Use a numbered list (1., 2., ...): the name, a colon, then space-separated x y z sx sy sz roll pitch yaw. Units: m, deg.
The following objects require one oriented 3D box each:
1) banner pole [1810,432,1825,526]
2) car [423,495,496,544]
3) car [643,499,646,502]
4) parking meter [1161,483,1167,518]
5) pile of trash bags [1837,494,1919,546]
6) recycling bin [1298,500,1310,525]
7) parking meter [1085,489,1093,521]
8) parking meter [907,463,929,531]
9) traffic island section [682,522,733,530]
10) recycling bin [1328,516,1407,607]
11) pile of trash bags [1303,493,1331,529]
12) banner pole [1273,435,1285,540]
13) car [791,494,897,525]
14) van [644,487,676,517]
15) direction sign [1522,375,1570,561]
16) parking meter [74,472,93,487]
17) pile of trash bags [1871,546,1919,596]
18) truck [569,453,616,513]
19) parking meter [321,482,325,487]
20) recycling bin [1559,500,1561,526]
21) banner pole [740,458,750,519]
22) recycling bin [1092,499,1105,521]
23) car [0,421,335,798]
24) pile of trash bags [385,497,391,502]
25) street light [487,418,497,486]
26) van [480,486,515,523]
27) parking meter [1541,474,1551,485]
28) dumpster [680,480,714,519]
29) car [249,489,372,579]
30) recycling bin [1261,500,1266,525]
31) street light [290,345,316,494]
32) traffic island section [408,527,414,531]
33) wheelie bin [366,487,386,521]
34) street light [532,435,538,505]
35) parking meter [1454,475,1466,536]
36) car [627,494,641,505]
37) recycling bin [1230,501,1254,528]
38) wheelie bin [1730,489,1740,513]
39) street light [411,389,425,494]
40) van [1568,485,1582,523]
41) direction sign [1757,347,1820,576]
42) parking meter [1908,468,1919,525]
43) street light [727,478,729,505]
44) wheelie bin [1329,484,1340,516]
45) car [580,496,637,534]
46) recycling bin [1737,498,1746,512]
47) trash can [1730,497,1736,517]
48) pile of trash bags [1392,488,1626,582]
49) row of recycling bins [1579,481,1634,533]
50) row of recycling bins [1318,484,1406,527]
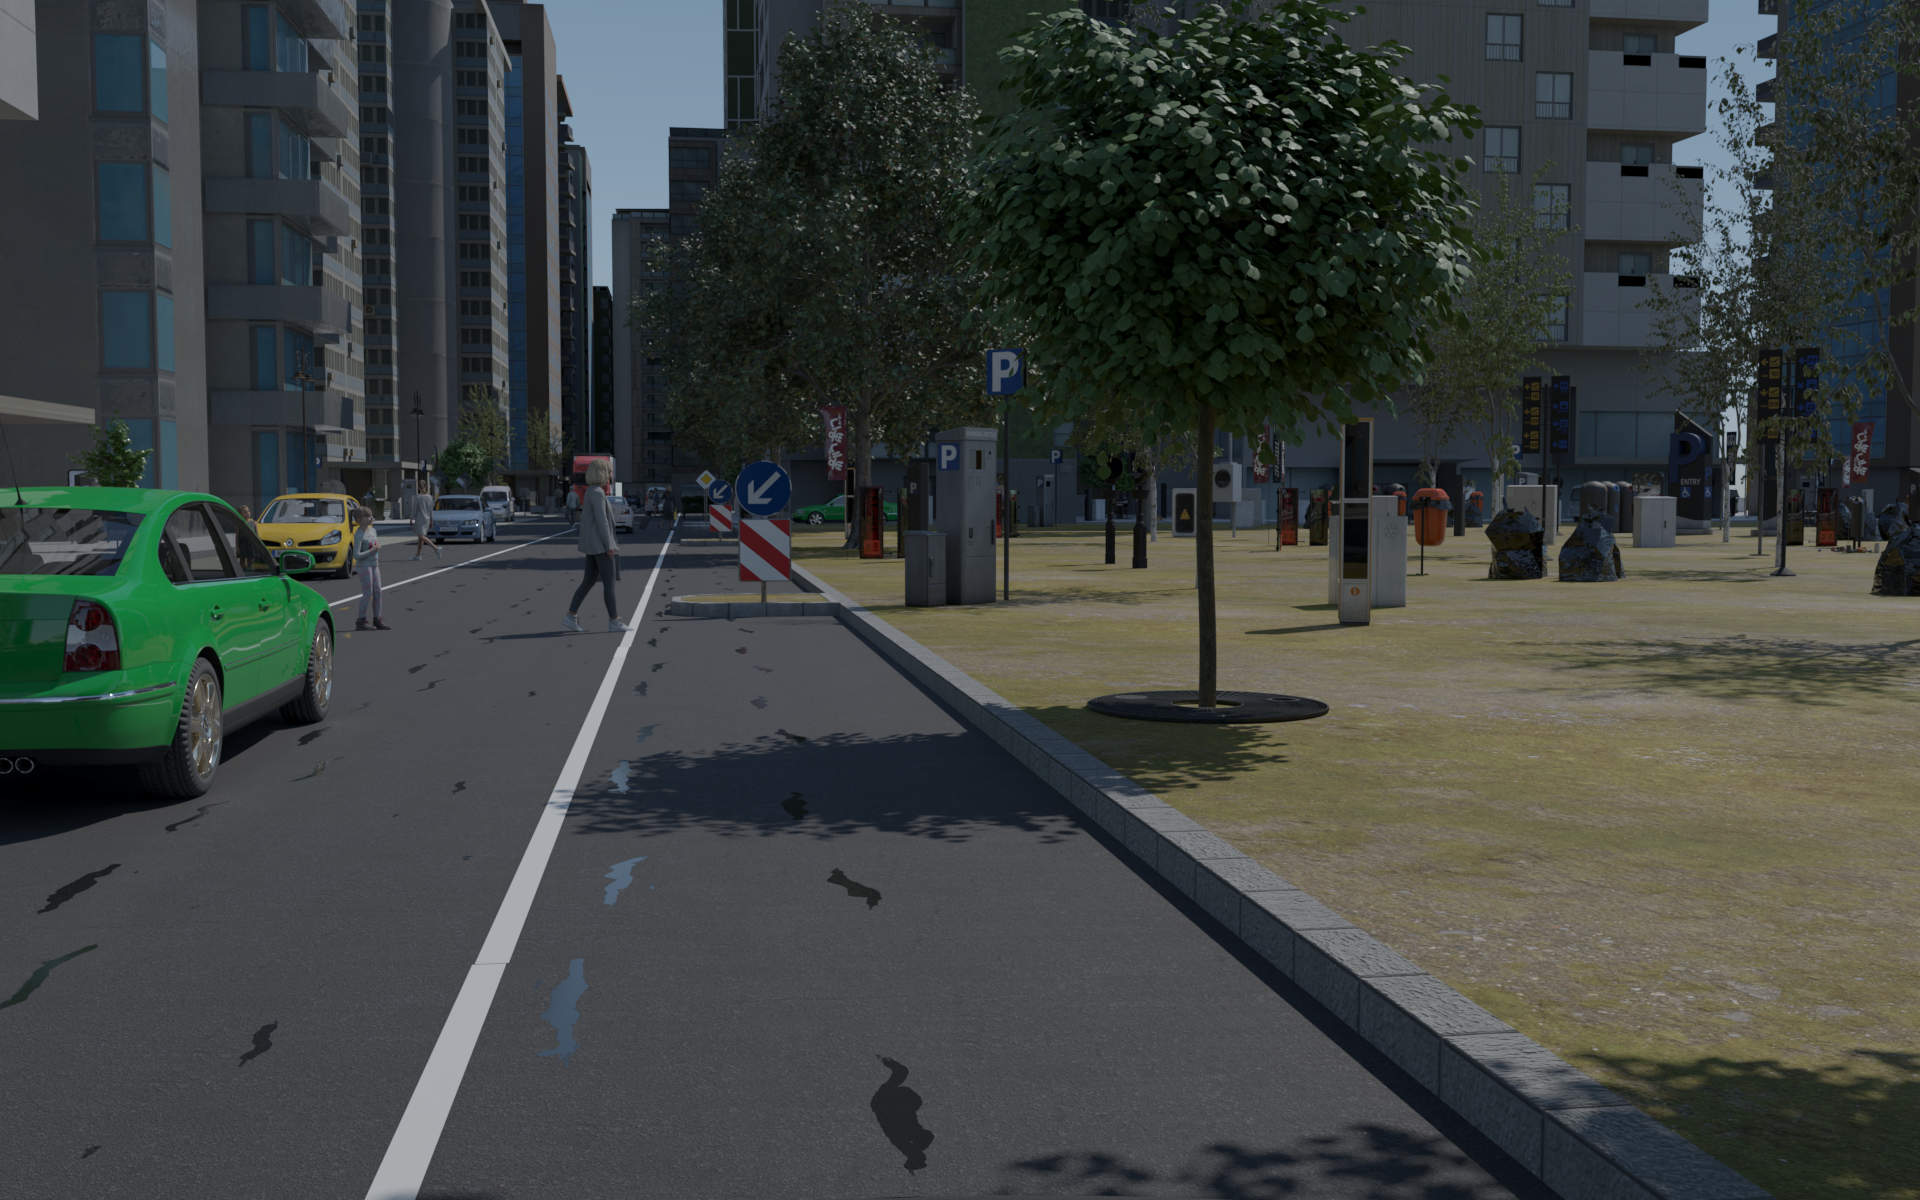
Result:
1. banner pole: 34.409 -4.853 69.363 0.401 3.779 0.863 0 4 -3
2. car: -14.724 -2.379 50.903 2.014 1.417 4.499 0 4 -8
3. car: -29.644 -9.482 167.615 1.945 1.354 3.894 -1 4 -11
4. parking meter: 10.862 -5.299 92.348 0.255 1.863 0.399 1 4 17
5. pile of trash bags: 25.140 -2.291 47.207 1.912 1.369 3.447 -1 4 -10
6. recycling bin: 14.194 -3.633 71.961 0.722 1.027 0.722 -1 4 -19
7. parking meter: 6.550 -4.874 88.099 0.372 1.533 0.369 0 3 0
8. parking meter: -0.803 -1.666 32.949 0.255 1.863 0.399 -3 5 -43
9. traffic island section: -10.285 -2.950 70.517 2.009 0.180 2.903 -1 4 -9
10. recycling bin: 4.685 -0.451 19.927 0.722 1.027 0.722 0 4 -4
11. pile of trash bags: 13.541 -3.292 63.570 1.912 1.369 3.447 1 4 12
12. banner pole: 9.029 -3.602 48.912 0.401 3.779 0.863 -1 4 -19
13. car: -4.972 -4.075 75.417 4.718 1.807 1.959 -1 4 -10
14. van: -18.761 -6.184 108.124 2.013 2.044 4.112 0 4 -8
15. direction sign: 11.259 -2.529 33.346 0.876 3.537 0.379 2 4 31
16. parking meter: -22.501 -2.371 44.475 0.255 1.863 0.399 2 4 32
17. pile of trash bags: 13.505 -0.732 21.714 3.447 1.369 1.912 0 3 0
18. truck: -25.547 -8.081 121.037 2.839 4.237 11.283 -1 4 -9
19. parking meter: -31.123 -4.842 84.883 0.255 1.863 0.399 -3 5 -41
20. recycling bin: 23.553 -3.468 69.262 0.722 1.027 0.722 0 4 -5
21. banner pole: -10.188 -5.651 82.403 0.863 3.779 0.401 3 5 44
22. recycling bin: 6.521 -4.350 83.684 0.722 1.027 0.722 3 5 41
23. car: -4.656 -0.037 9.396 1.959 1.807 4.718 -1 4 -9
24. pile of trash bags: -37.245 -6.420 114.716 3.447 1.369 1.912 -3 4 -36
25. street light: -28.614 -8.142 105.912 0.468 5.910 1.993 -1 4 -9
26. van: -23.559 -4.941 87.804 2.013 2.044 4.112 -1 4 -10
27. parking meter: 17.150 -2.755 50.750 0.255 1.863 0.399 1 4 15
28. dumpster: -14.950 -5.744 98.868 1.985 2.255 1.502 -1 4 -9
29. car: -11.341 -1.227 30.286 2.015 1.641 3.980 -1 4 -10
30. recycling bin: 12.138 -3.580 71.083 0.722 1.027 0.722 1 4 19
31. street light: -20.352 -4.954 53.781 0.468 5.910 1.993 -1 4 -9
32. traffic island section: -20.700 -2.851 68.892 2.009 0.180 2.903 -1 4 -9
33. wheelie bin: -27.930 -4.575 82.703 0.693 1.594 0.980 2 4 30
34. street light: -33.187 -9.953 135.515 0.468 5.910 1.993 -1 4 -9
35. parking meter: 15.201 -2.872 52.675 0.255 1.863 0.399 2 4 33
36. car: -42.534 -13.051 225.384 2.014 1.417 4.499 0 4 -7
37. recycling bin: 10.616 -3.221 65.218 0.722 1.027 0.722 0 4 -7
38. wheelie bin: 51.213 -6.548 114.963 0.980 1.594 0.693 0 4 1
39. street light: -23.942 -6.348 76.580 0.468 5.910 1.993 -1 4 -9
40. van: 30.448 -4.492 80.455 4.112 2.044 2.013 -1 4 -9
41. direction sign: 12.913 -2.145 27.068 0.876 3.537 0.379 3 4 38
42. parking meter: 21.457 -2.023 38.779 0.255 1.863 0.399 0 4 -4
43. street light: -16.471 -9.169 122.699 0.468 5.910 1.993 -1 4 -9
44. wheelie bin: 12.130 -2.875 54.916 0.693 1.594 0.980 -3 5 -44
45. car: -13.035 -3.166 64.131 2.083 1.381 4.827 -1 4 -10
46. recycling bin: 55.005 -6.710 122.264 0.722 1.027 0.722 1 4 11
47. trash can: 43.630 -5.291 98.159 0.748 1.137 0.748 0 3 0
48. pile of trash bags: 8.569 -1.043 26.801 3.447 1.369 1.912 3 5 41
49. row of recycling bins: 21.533 -3.053 57.032 3.534 1.692 1.069 -3 5 -39
50. row of recycling bins: 15.789 -3.742 68.286 3.534 1.692 1.069 0 4 -5
